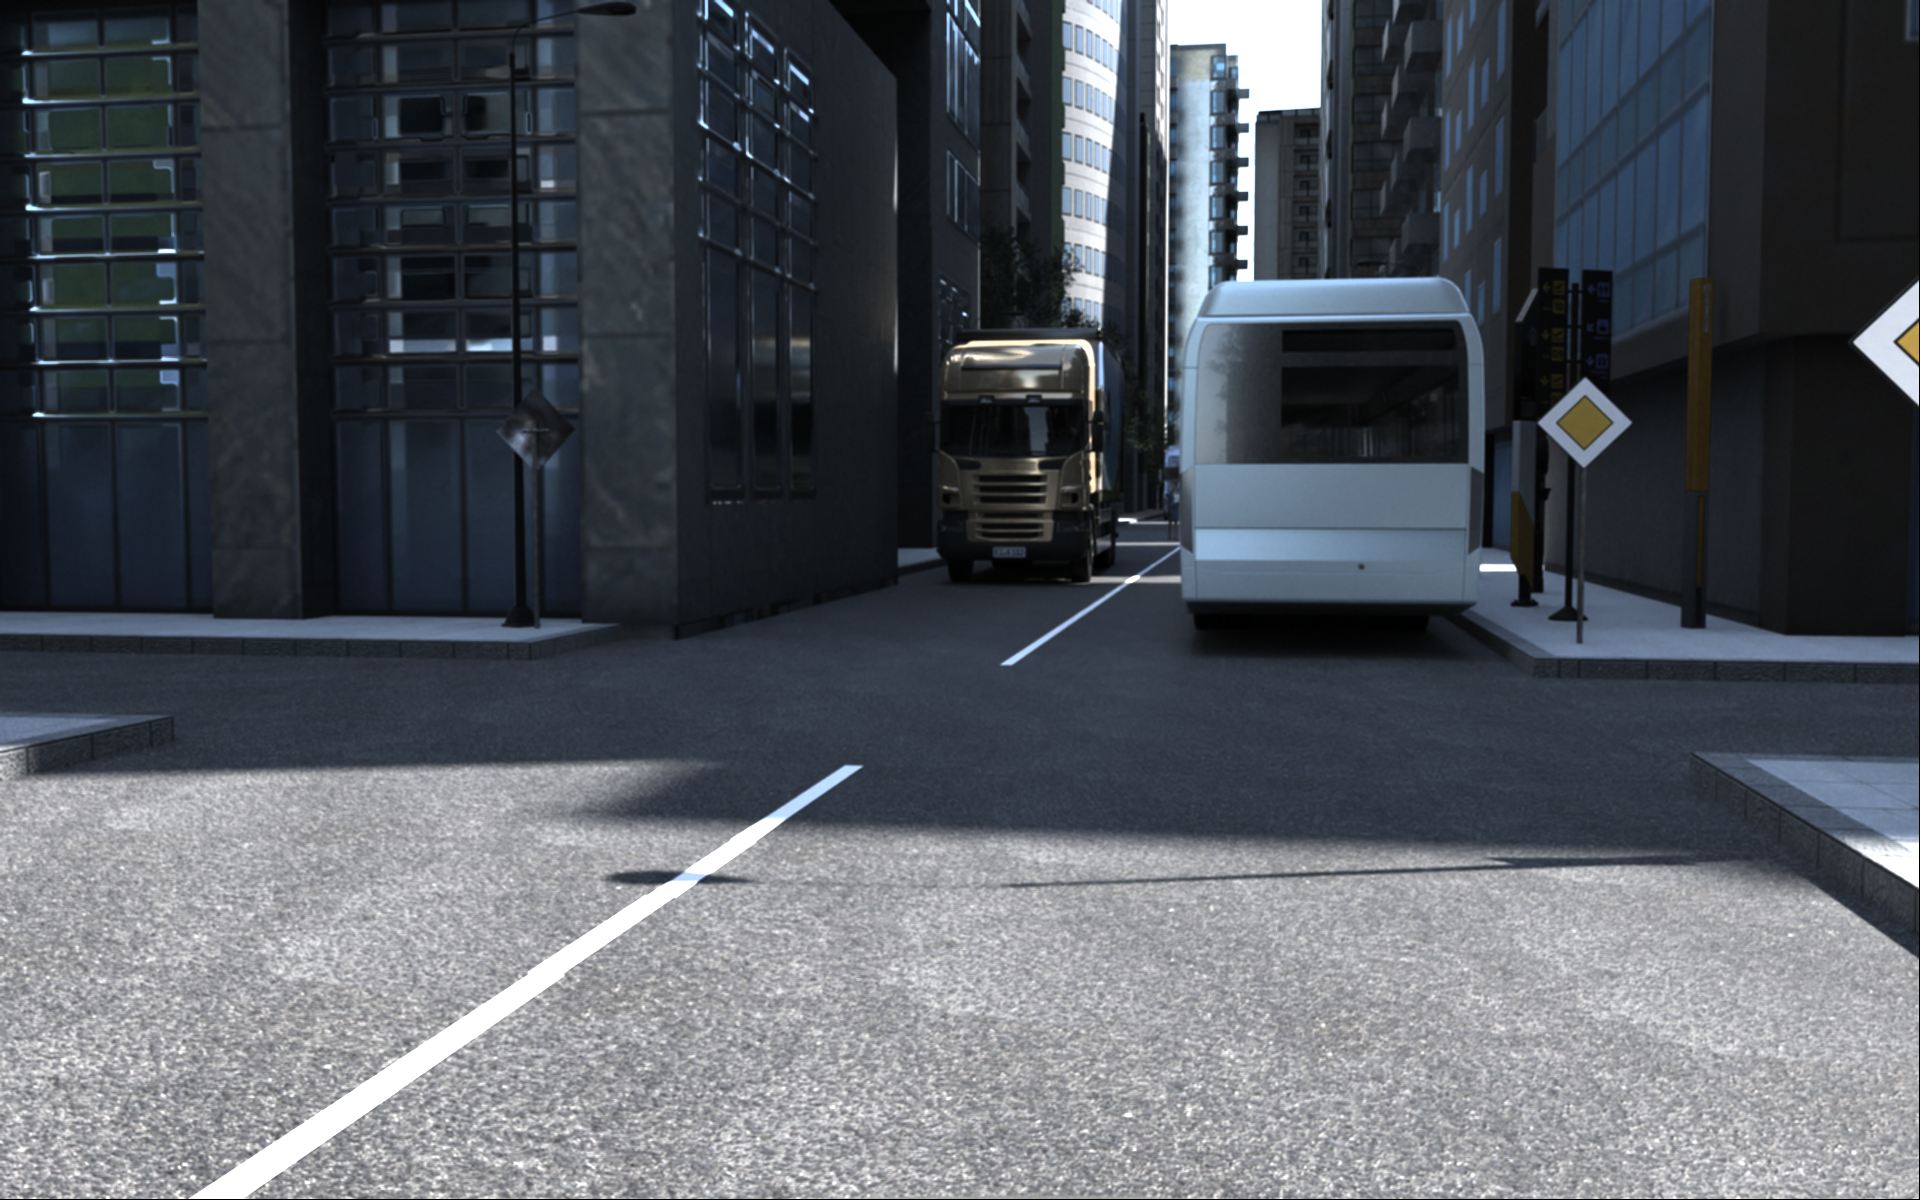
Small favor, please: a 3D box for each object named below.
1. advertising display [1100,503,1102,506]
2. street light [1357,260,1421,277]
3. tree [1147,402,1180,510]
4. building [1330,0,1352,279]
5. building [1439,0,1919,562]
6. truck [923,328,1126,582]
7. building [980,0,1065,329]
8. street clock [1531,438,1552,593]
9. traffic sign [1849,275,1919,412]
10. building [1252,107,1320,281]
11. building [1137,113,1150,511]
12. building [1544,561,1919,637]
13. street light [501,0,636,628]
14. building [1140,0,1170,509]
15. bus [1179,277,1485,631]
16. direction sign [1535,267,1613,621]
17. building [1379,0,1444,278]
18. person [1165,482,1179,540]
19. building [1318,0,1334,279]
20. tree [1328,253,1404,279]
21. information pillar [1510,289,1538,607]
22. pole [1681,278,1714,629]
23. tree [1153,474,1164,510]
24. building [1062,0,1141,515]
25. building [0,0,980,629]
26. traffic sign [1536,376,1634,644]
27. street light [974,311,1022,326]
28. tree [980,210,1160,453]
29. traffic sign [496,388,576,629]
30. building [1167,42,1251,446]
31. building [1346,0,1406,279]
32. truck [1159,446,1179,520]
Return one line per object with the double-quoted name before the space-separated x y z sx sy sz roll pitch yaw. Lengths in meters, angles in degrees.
"advertising display" 6.283 -4.383 76.883 0.123 1.923 0.974 1 4 10
"street light" 8.564 -3.785 34.432 1.470 5.913 1.316 1 4 10
"tree" 15.549 -11.416 137.010 4.737 8.622 4.395 0 3 0
"building" 36.214 -35.254 118.395 21.231 58.520 28.212 1 4 10
"building" 19.263 -23.868 40.360 14.600 45.320 14.200 1 4 10
"truck" 1.486 -2.613 31.636 2.839 4.237 11.283 1 4 8
"building" -3.389 -23.739 71.733 14.154 41.232 14.086 1 4 10
"street clock" 7.494 -1.097 22.511 0.358 2.002 0.471 1 4 13
"traffic sign" 3.962 -0.203 6.954 0.795 2.450 0.064 1 4 10
"building" 37.006 -30.215 177.614 14.086 41.232 14.154 1 4 10
"building" 6.309 -21.716 126.755 14.160 30.474 14.107 1 4 10
"building" 15.215 -22.601 19.643 14.200 45.320 14.600 1 4 10
"street light" -3.733 -2.691 16.546 1.470 5.913 1.316 1 4 10
"building" 7.981 -43.860 155.356 20.611 71.187 20.563 1 4 10
"bus" 4.184 -1.622 21.382 2.948 3.499 13.247 1 4 9
"direction sign" 6.197 -1.562 17.540 0.876 3.537 0.379 -1 4 -19
"building" 28.912 -27.504 69.303 23.786 49.044 30.456 1 4 10
"person" 6.764 -2.826 54.734 0.581 1.822 0.654 0 4 -1
"building" 44.192 -34.019 145.451 28.713 52.752 27.495 1 4 10
"tree" 12.868 -6.287 53.149 4.360 8.622 3.978 0 3 0
"information pillar" 6.422 -1.733 19.690 0.183 3.616 0.504 3 5 40
"pole" 7.032 -1.386 16.510 0.158 3.312 0.155 0 3 0
"tree" 16.329 -8.960 141.099 1.663 3.219 1.824 0 3 0
"building" -0.508 -34.458 105.384 21.231 58.520 28.212 1 4 10
"building" -11.126 -43.965 31.500 22.319 86.520 31.000 1 4 10
"traffic sign" 5.322 -0.684 14.823 0.795 2.450 0.064 1 4 10
"street light" 0.881 -4.380 44.161 1.470 5.913 1.316 1 4 10
"tree" 1.566 -7.542 57.720 7.601 10.594 8.767 -1 4 -13
"traffic sign" -4.030 -0.784 16.454 0.795 2.450 0.064 1 4 10
"building" 15.620 -34.659 186.290 30.456 49.044 23.786 1 4 10
"building" 29.120 -19.998 98.669 14.160 30.474 14.107 1 4 10
"truck" 13.442 -6.897 102.517 2.967 4.110 18.799 0 4 8
